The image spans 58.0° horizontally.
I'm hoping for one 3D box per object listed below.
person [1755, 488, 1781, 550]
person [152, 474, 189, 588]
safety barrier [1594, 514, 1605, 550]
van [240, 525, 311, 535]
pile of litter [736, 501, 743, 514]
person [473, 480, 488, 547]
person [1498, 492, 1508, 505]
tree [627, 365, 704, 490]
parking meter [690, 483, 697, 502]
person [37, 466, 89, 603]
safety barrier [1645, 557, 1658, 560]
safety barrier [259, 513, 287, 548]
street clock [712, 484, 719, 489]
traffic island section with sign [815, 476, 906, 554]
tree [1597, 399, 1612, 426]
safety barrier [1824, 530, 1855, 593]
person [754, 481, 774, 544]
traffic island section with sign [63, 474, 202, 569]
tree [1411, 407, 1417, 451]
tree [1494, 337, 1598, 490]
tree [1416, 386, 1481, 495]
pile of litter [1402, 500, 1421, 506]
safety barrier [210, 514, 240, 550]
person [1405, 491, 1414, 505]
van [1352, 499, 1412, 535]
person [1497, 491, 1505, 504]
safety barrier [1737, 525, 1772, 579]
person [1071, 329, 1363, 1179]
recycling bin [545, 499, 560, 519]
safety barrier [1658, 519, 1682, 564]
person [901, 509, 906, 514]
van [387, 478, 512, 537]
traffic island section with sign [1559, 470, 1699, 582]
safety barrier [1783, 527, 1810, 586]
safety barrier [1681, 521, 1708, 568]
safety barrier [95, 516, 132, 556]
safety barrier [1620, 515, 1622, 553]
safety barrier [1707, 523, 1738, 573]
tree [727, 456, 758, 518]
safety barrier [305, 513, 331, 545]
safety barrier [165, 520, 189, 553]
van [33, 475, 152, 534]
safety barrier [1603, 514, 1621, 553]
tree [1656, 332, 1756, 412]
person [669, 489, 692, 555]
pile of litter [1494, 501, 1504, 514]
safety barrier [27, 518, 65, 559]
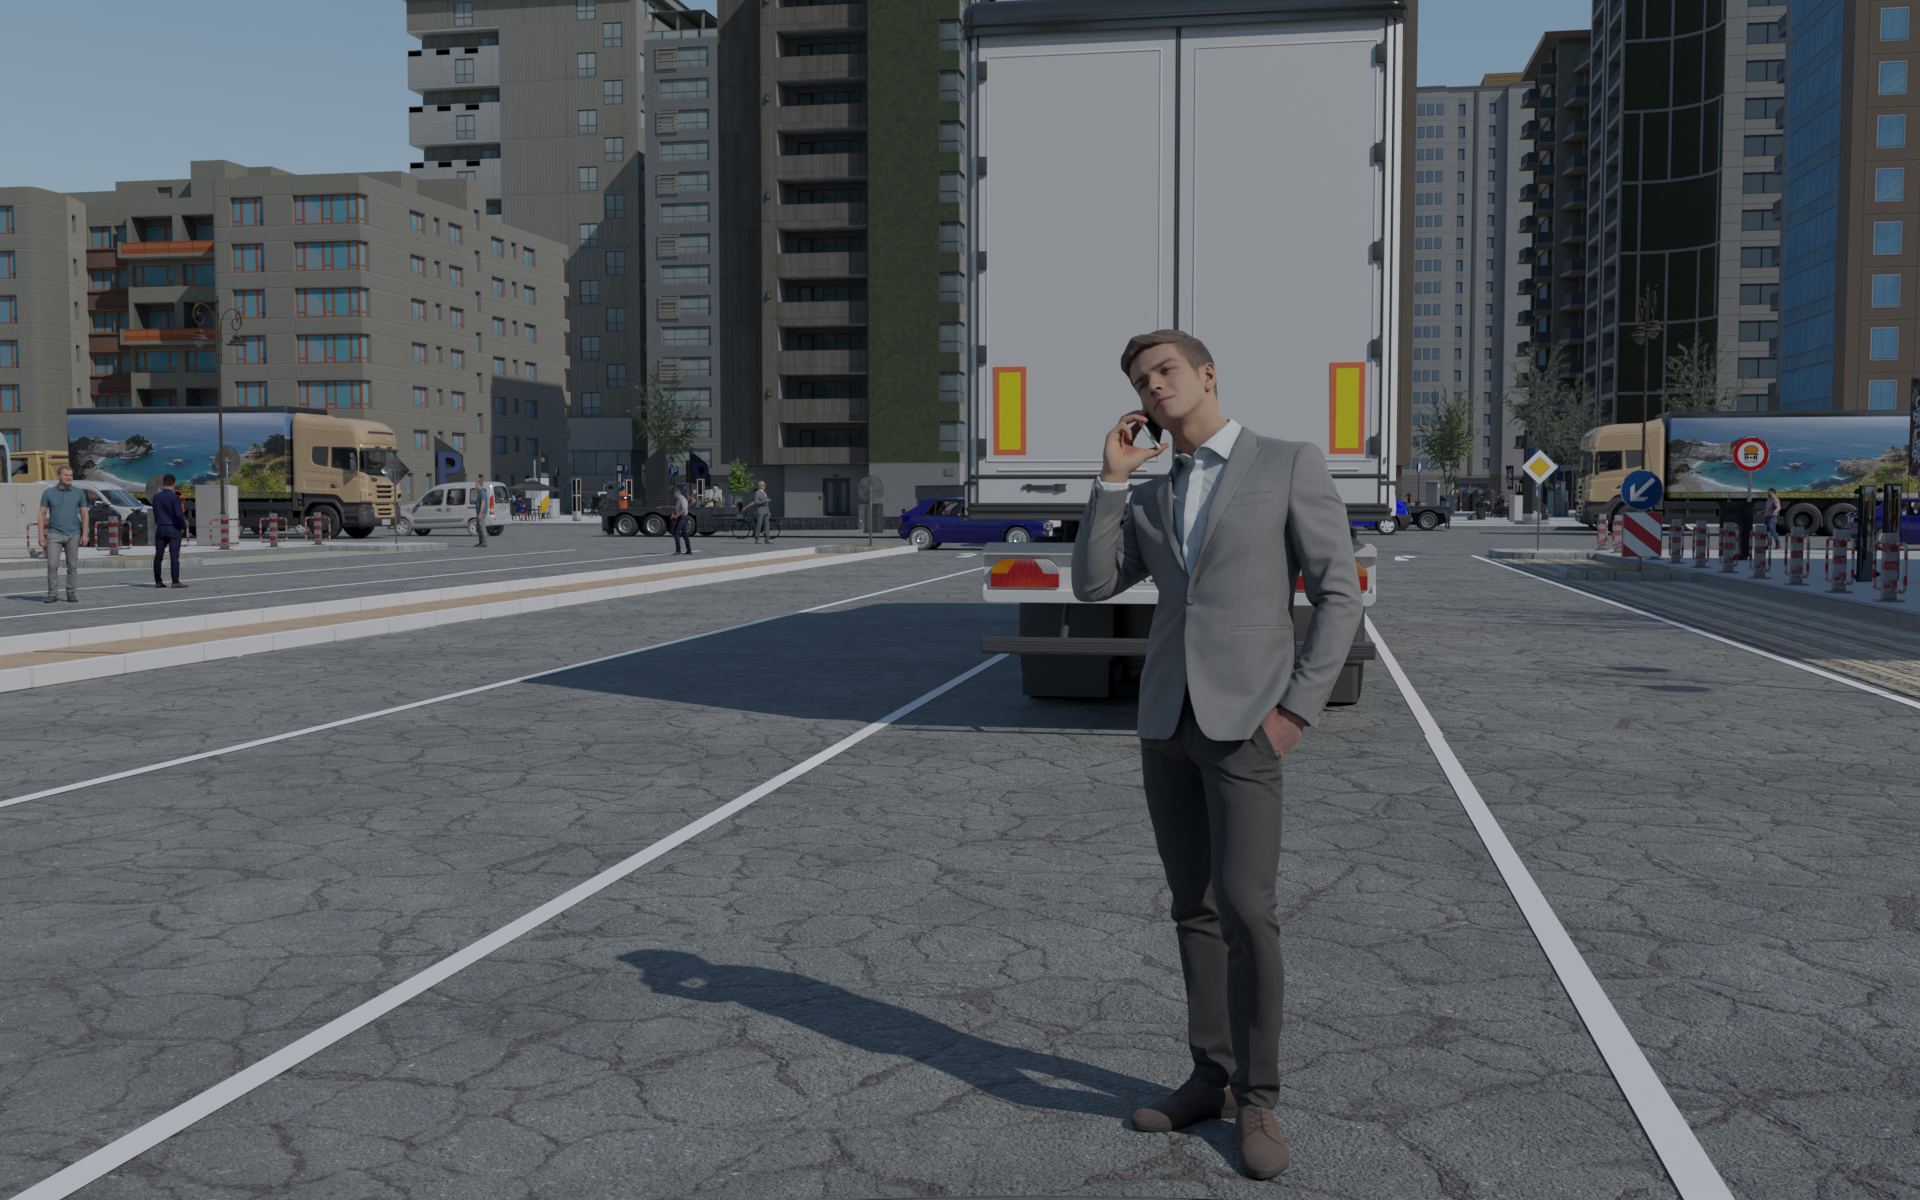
[{"bbox_3d":[20.458,-2.035,43.735,0.435,1.587,0.963,0,4,-4],"label":"person"},{"bbox_3d":[-12.036,-1.055,26.453,0.576,1.737,0.504,0,4,5],"label":"person"},{"bbox_3d":[14.630,-1.540,39.447,0.300,0.817,1.120,1,4,11],"label":"safety barrier"},{"bbox_3d":[-24.008,-3.318,61.254,4.112,2.044,2.013,1,4,11],"label":"van"},{"bbox_3d":[-13.861,-5.865,109.859,1.719,0.858,1.176,-1,4,-9],"label":"pile of litter"},{"bbox_3d":[-12.973,-2.334,46.796,0.434,1.807,0.598,0,4,-8],"label":"person"},{"bbox_3d":[68.611,-12.815,218.748,1.217,1.735,0.721,1,4,22],"label":"person"},{"bbox_3d":[-16.970,-9.140,99.803,4.737,8.622,4.395,0,3,0],"label":"tree"},{"bbox_3d":[-14.247,-5.327,92.807,0.399,1.863,0.255,-2,4,-33],"label":"parking meter"},{"bbox_3d":[-11.867,-0.874,22.910,0.598,1.807,0.434,-1,4,-20],"label":"person"},{"bbox_3d":[13.561,-1.194,33.797,0.300,0.817,1.120,1,4,11],"label":"safety barrier"},{"bbox_3d":[-16.478,-1.670,41.577,0.300,0.817,1.120,1,4,11],"label":"safety barrier"},{"bbox_3d":[-17.620,-7.361,124.915,0.471,2.002,0.358,0,4,-3],"label":"street clock"},{"bbox_3d":[-2.327,-2.090,42.315,2.006,1.907,1.989,1,4,11],"label":"traffic island section with sign"},{"bbox_3d":[41.755,-10.185,116.892,4.360,8.622,3.978,0,3,0],"label":"tree"},{"bbox_3d":[11.405,-0.500,22.457,0.300,0.817,1.120,1,4,11],"label":"safety barrier"},{"bbox_3d":[-5.622,-2.516,49.808,0.590,1.801,0.661,2,4,23],"label":"person"},{"bbox_3d":[-16.092,-1.554,34.037,1.989,1.847,2.006,1,4,11],"label":"traffic island section with sign"},{"bbox_3d":[34.887,-11.842,143.976,4.737,8.622,4.395,0,3,0],"label":"tree"},{"bbox_3d":[27.443,-8.027,81.597,4.360,8.622,3.978,0,3,0],"label":"tree"},{"bbox_3d":[34.718,-10.505,122.115,4.737,8.622,4.395,0,3,0],"label":"tree"},{"bbox_3d":[34.225,-7.111,130.237,1.176,0.858,1.719,0,4,-5],"label":"pile of litter"},{"bbox_3d":[-16.840,-1.554,39.687,0.300,0.817,1.120,1,4,11],"label":"safety barrier"},{"bbox_3d":[55.427,-12.560,213.825,1.348,1.831,0.705,3,4,38],"label":"person"},{"bbox_3d":[13.285,-3.480,61.282,5.245,2.365,2.240,1,4,11],"label":"van"},{"bbox_3d":[62.184,-11.585,198.595,1.217,1.739,0.721,0,4,5],"label":"person"},{"bbox_3d":[12.119,-0.731,26.233,0.300,0.817,1.120,1,4,11],"label":"safety barrier"},{"bbox_3d":[0.560,0.296,3.849,0.473,1.802,0.592,-2,4,-34],"label":"person"},{"bbox_3d":[-21.489,-4.792,90.903,0.722,1.027,0.722,1,4,11],"label":"recycling bin"},{"bbox_3d":[13.195,-1.078,31.906,0.300,0.817,1.120,1,4,11],"label":"safety barrier"},{"bbox_3d":[-2.399,-3.358,71.691,0.655,0.850,0.859,0,4,-6],"label":"person"},{"bbox_3d":[-17.482,-3.189,59.157,4.112,2.044,2.013,1,4,9],"label":"van"},{"bbox_3d":[11.200,-1.255,29.142,1.989,1.847,2.006,1,4,11],"label":"traffic island section with sign"},{"bbox_3d":[11.760,-0.616,24.340,0.300,0.817,1.120,1,4,11],"label":"safety barrier"},{"bbox_3d":[12.839,-0.963,30.014,0.300,0.817,1.120,1,4,11],"label":"safety barrier"},{"bbox_3d":[-17.556,-1.324,35.921,0.300,0.817,1.120,1,4,11],"label":"safety barrier"},{"bbox_3d":[13.917,-1.309,35.681,0.300,0.817,1.120,1,4,11],"label":"safety barrier"},{"bbox_3d":[12.480,-0.847,28.119,0.300,0.817,1.120,1,4,11],"label":"safety barrier"},{"bbox_3d":[-11.105,-5.583,85.882,1.663,3.219,1.824,0,3,0],"label":"tree"},{"bbox_3d":[-16.118,-1.786,43.471,0.300,0.817,1.120,1,4,11],"label":"safety barrier"},{"bbox_3d":[-17.194,-1.439,37.803,0.300,0.817,1.120,1,4,11],"label":"safety barrier"},{"bbox_3d":[-25.570,-2.722,51.524,4.112,2.044,2.013,1,4,10],"label":"van"},{"bbox_3d":[14.273,-1.424,37.564,0.300,0.817,1.120,1,4,11],"label":"safety barrier"},{"bbox_3d":[34.192,-7.915,79.775,4.360,8.622,3.978,0,3,0],"label":"tree"},{"bbox_3d":[-6.577,-1.839,40.783,0.590,1.554,0.614,-2,4,-23],"label":"person"},{"bbox_3d":[35.059,-6.003,112.115,1.176,0.858,1.719,2,4,34],"label":"pile of litter"},{"bbox_3d":[-17.917,-1.207,34.015,0.300,0.817,1.120,1,4,11],"label":"safety barrier"}]
